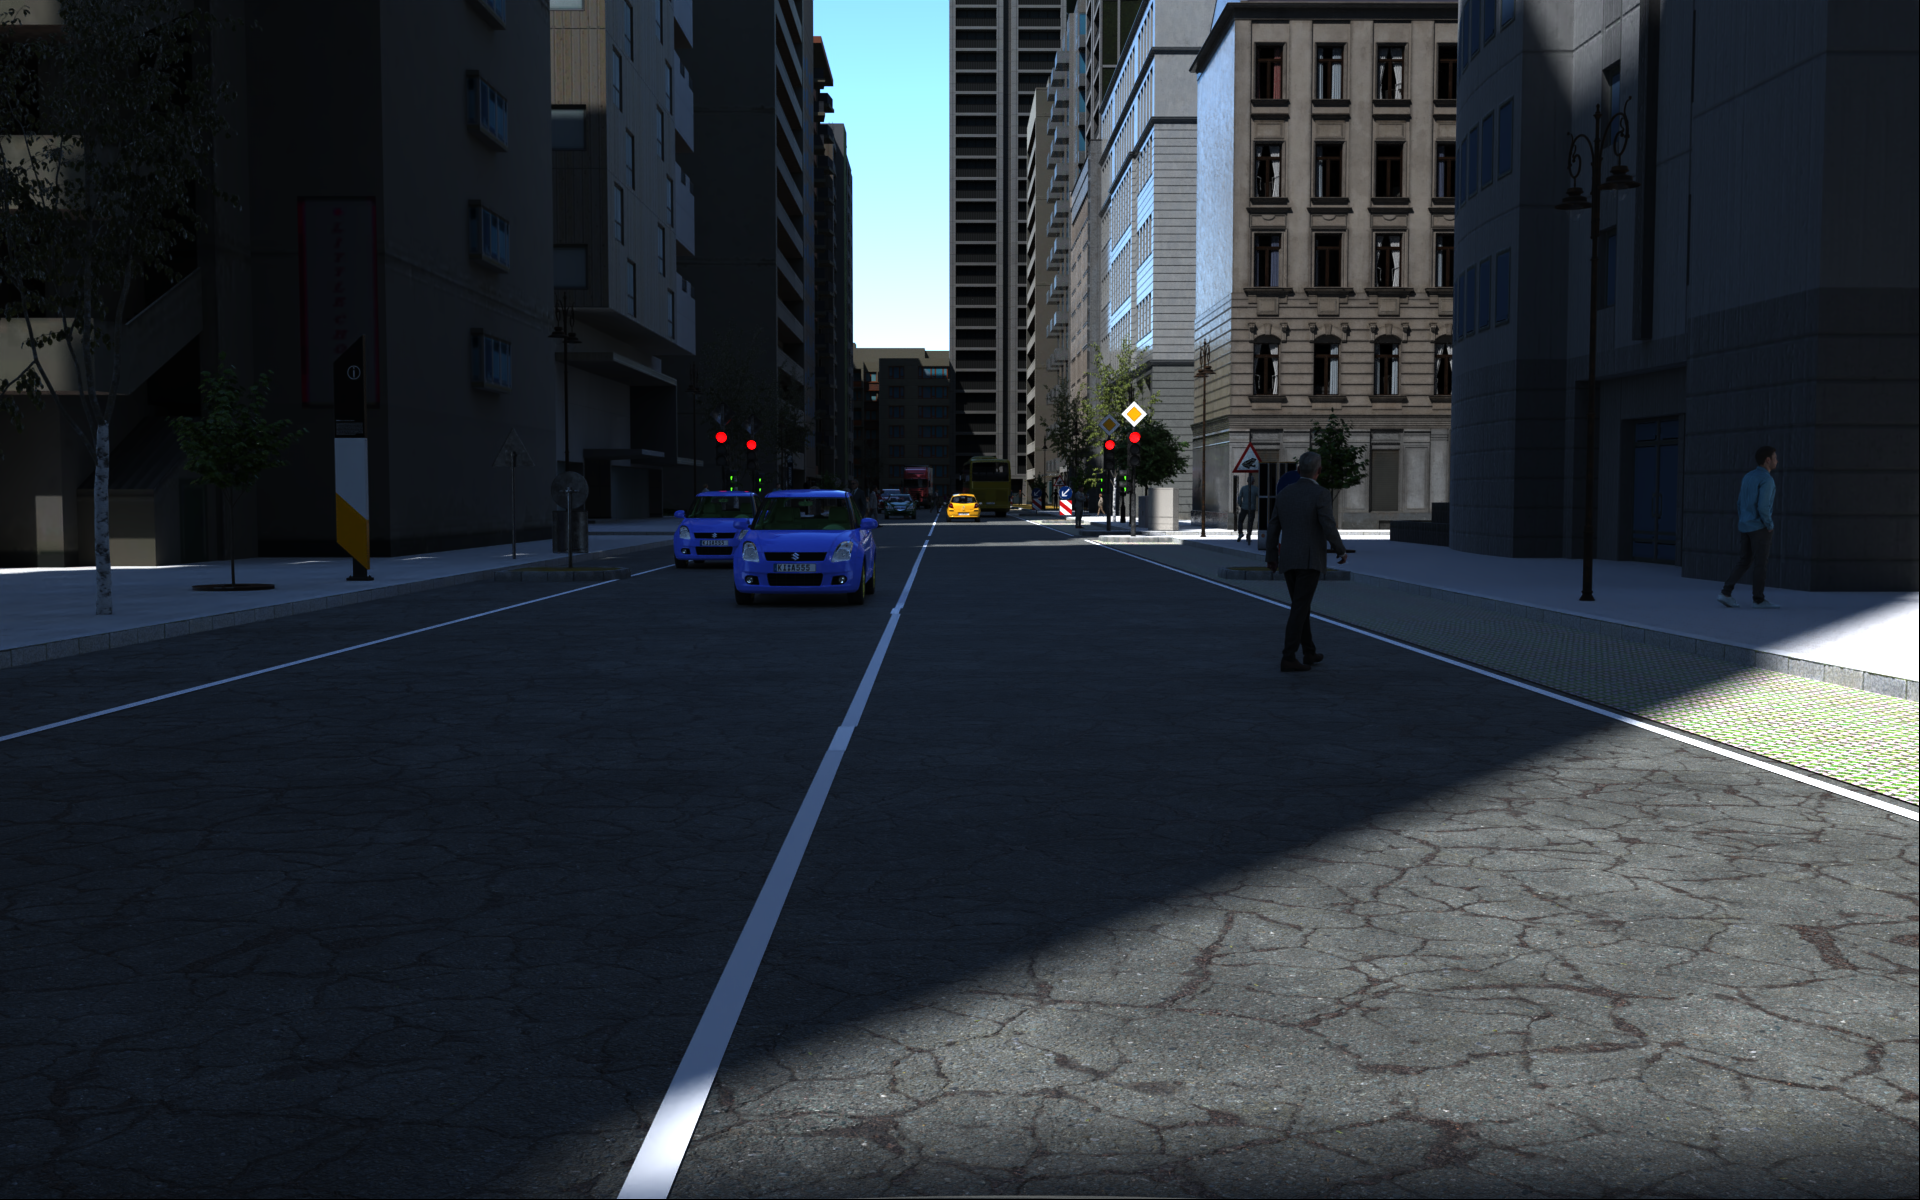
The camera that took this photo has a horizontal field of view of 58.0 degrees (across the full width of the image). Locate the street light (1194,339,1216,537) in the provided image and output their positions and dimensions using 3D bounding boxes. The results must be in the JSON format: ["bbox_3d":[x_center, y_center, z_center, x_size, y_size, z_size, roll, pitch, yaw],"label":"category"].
[{"bbox_3d":[7.274,-4.821,51.603,0.468,5.910,1.993,0,4,0],"label":"street light"}]

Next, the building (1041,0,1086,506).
[{"bbox_3d":[20.171,-33.805,172.326,23.786,49.044,30.456,0,4,0],"label":"building"}]

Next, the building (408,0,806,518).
[{"bbox_3d":[-21.672,-29.917,112.840,21.300,48.544,21.600,0,4,0],"label":"building"}]

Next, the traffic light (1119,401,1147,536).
[{"bbox_3d":[5.230,-3.879,52.350,0.839,4.253,0.868,0,4,0],"label":"traffic light"}]

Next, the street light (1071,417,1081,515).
[{"bbox_3d":[6.960,-8.017,103.870,0.468,5.910,1.993,0,4,0],"label":"street light"}]

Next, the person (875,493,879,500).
[{"bbox_3d":[-6.744,-7.980,139.114,1.348,1.807,0.705,1,4,19],"label":"person"}]

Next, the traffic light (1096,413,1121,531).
[{"bbox_3d":[5.170,-4.368,60.335,0.839,4.253,0.868,0,4,0],"label":"traffic light"}]

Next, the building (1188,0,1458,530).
[{"bbox_3d":[18.476,-13.276,66.207,18.267,20.994,9.793,0,4,0],"label":"building"}]

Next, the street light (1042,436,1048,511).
[{"bbox_3d":[6.617,-9.927,135.100,0.468,5.910,1.993,0,4,0],"label":"street light"}]

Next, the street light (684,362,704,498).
[{"bbox_3d":[-9.260,-5.362,60.456,0.468,5.910,1.993,0,4,0],"label":"street light"}]

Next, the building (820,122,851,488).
[{"bbox_3d":[-19.497,-30.704,185.600,14.154,41.232,14.086,0,4,0],"label":"building"}]

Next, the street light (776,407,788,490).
[{"bbox_3d":[-9.399,-7.260,91.491,0.468,5.910,1.993,0,4,0],"label":"street light"}]

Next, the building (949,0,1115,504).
[{"bbox_3d":[8.878,-48.425,230.005,20.611,71.187,20.563,0,4,0],"label":"building"}]

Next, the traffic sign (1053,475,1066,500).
[{"bbox_3d":[6.706,-7.124,116.476,0.884,2.594,0.081,0,4,1],"label":"traffic sign"}]

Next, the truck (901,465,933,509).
[{"bbox_3d":[-4.108,-11.051,169.601,2.839,4.237,11.283,0,4,2],"label":"truck"}]

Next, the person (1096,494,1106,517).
[{"bbox_3d":[7.997,-5.378,98.238,0.640,1.303,0.475,-1,4,-18],"label":"person"}]

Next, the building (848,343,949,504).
[{"bbox_3d":[-15.897,-23.801,234.190,28.899,21.520,27.650,0,4,0],"label":"building"}]

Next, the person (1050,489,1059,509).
[{"bbox_3d":[8.122,-8.517,146.114,1.217,1.723,0.721,2,4,35],"label":"person"}]

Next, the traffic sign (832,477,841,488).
[{"bbox_3d":[-9.432,-8.073,132.092,0.768,2.556,0.104,0,4,2],"label":"traffic sign"}]

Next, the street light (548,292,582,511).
[{"bbox_3d":[-9.028,-4.095,39.744,0.468,5.910,1.993,0,4,0],"label":"street light"}]

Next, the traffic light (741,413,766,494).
[{"bbox_3d":[-7.190,-4.361,60.228,0.839,4.253,0.868,0,4,0],"label":"traffic light"}]

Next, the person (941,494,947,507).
[{"bbox_3d":[-1.644,-11.085,192.962,0.991,1.433,0.599,1,4,19],"label":"person"}]

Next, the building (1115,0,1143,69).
[{"bbox_3d":[19.388,-43.297,146.158,20.563,71.187,20.611,0,4,0],"label":"building"}]

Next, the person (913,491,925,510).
[{"bbox_3d":[-3.807,-9.166,158.883,1.217,1.766,0.721,2,4,29],"label":"person"}]

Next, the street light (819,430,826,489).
[{"bbox_3d":[-9.669,-9.143,122.273,0.468,5.910,1.993,0,4,0],"label":"street light"}]

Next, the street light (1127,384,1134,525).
[{"bbox_3d":[7.182,-6.112,72.712,0.468,5.910,1.993,0,4,0],"label":"street light"}]

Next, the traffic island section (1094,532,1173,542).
[{"bbox_3d":[5.270,-1.846,52.465,2.009,0.180,2.903,0,4,0],"label":"traffic island section"}]

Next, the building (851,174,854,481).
[{"bbox_3d":[-19.508,-31.634,200.804,14.086,41.232,14.154,0,4,0],"label":"building"}]

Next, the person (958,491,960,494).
[{"bbox_3d":[-0.073,-8.726,152.102,0.756,1.711,0.436,3,4,36],"label":"person"}]

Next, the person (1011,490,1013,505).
[{"bbox_3d":[6.095,-12.202,205.564,0.705,1.821,1.348,-1,4,-10],"label":"person"}]

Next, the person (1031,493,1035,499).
[{"bbox_3d":[7.093,-9.771,166.517,0.721,1.735,1.217,1,4,21],"label":"person"}]

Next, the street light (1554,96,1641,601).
[{"bbox_3d":[7.555,-2.930,20.685,0.468,5.910,1.993,0,4,0],"label":"street light"}]

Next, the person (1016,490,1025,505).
[{"bbox_3d":[7.222,-12.325,207.585,1.348,1.821,0.705,1,4,21],"label":"person"}]

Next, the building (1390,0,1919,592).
[{"bbox_3d":[21.558,-30.154,35.021,21.231,58.520,28.212,0,4,0],"label":"building"}]

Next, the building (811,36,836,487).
[{"bbox_3d":[-23.387,-31.156,164.027,22.147,44.769,28.867,0,4,0],"label":"building"}]

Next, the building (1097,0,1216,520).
[{"bbox_3d":[14.811,-19.732,100.103,11.434,29.767,29.804,0,4,0],"label":"building"}]

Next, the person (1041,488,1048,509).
[{"bbox_3d":[6.923,-8.483,144.757,1.348,1.821,0.705,-3,5,-40],"label":"person"}]

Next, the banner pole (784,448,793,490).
[{"bbox_3d":[-9.368,-6.386,94.430,0.863,3.779,0.401,3,5,42],"label":"banner pole"}]

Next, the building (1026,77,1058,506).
[{"bbox_3d":[18.753,-35.144,198.310,21.300,48.544,21.600,0,4,0],"label":"building"}]

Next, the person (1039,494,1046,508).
[{"bbox_3d":[7.387,-9.050,154.151,0.705,1.807,1.348,-1,4,-22],"label":"person"}]

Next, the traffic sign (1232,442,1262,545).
[{"bbox_3d":[7.231,-2.644,43.234,0.884,2.594,0.081,0,4,4],"label":"traffic sign"}]

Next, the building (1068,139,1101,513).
[{"bbox_3d":[14.604,-18.817,125.673,12.078,24.808,19.932,0,4,0],"label":"building"}]

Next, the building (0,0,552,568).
[{"bbox_3d":[-22.054,-25.330,37.847,21.600,48.544,21.300,0,4,0],"label":"building"}]

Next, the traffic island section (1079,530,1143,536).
[{"bbox_3d":[5.211,-2.334,60.449,2.009,0.180,2.903,0,4,0],"label":"traffic island section"}]

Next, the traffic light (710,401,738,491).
[{"bbox_3d":[-7.131,-3.873,52.243,0.839,4.253,0.868,0,4,0],"label":"traffic light"}]

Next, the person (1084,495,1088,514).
[{"bbox_3d":[8.166,-6.238,112.698,0.362,1.253,0.373,0,4,-2],"label":"person"}]

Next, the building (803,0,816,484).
[{"bbox_3d":[-19.381,-30.079,141.895,14.600,45.320,14.200,0,4,0],"label":"building"}]

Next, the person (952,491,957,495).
[{"bbox_3d":[-0.460,-9.155,158.859,0.551,1.740,0.621,1,4,11],"label":"person"}]

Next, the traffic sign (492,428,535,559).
[{"bbox_3d":[-8.798,-2.086,34.110,0.884,2.594,0.081,0,4,7],"label":"traffic sign"}]

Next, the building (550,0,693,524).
[{"bbox_3d":[-27.366,-30.027,80.182,28.713,52.752,27.495,0,4,0],"label":"building"}]
